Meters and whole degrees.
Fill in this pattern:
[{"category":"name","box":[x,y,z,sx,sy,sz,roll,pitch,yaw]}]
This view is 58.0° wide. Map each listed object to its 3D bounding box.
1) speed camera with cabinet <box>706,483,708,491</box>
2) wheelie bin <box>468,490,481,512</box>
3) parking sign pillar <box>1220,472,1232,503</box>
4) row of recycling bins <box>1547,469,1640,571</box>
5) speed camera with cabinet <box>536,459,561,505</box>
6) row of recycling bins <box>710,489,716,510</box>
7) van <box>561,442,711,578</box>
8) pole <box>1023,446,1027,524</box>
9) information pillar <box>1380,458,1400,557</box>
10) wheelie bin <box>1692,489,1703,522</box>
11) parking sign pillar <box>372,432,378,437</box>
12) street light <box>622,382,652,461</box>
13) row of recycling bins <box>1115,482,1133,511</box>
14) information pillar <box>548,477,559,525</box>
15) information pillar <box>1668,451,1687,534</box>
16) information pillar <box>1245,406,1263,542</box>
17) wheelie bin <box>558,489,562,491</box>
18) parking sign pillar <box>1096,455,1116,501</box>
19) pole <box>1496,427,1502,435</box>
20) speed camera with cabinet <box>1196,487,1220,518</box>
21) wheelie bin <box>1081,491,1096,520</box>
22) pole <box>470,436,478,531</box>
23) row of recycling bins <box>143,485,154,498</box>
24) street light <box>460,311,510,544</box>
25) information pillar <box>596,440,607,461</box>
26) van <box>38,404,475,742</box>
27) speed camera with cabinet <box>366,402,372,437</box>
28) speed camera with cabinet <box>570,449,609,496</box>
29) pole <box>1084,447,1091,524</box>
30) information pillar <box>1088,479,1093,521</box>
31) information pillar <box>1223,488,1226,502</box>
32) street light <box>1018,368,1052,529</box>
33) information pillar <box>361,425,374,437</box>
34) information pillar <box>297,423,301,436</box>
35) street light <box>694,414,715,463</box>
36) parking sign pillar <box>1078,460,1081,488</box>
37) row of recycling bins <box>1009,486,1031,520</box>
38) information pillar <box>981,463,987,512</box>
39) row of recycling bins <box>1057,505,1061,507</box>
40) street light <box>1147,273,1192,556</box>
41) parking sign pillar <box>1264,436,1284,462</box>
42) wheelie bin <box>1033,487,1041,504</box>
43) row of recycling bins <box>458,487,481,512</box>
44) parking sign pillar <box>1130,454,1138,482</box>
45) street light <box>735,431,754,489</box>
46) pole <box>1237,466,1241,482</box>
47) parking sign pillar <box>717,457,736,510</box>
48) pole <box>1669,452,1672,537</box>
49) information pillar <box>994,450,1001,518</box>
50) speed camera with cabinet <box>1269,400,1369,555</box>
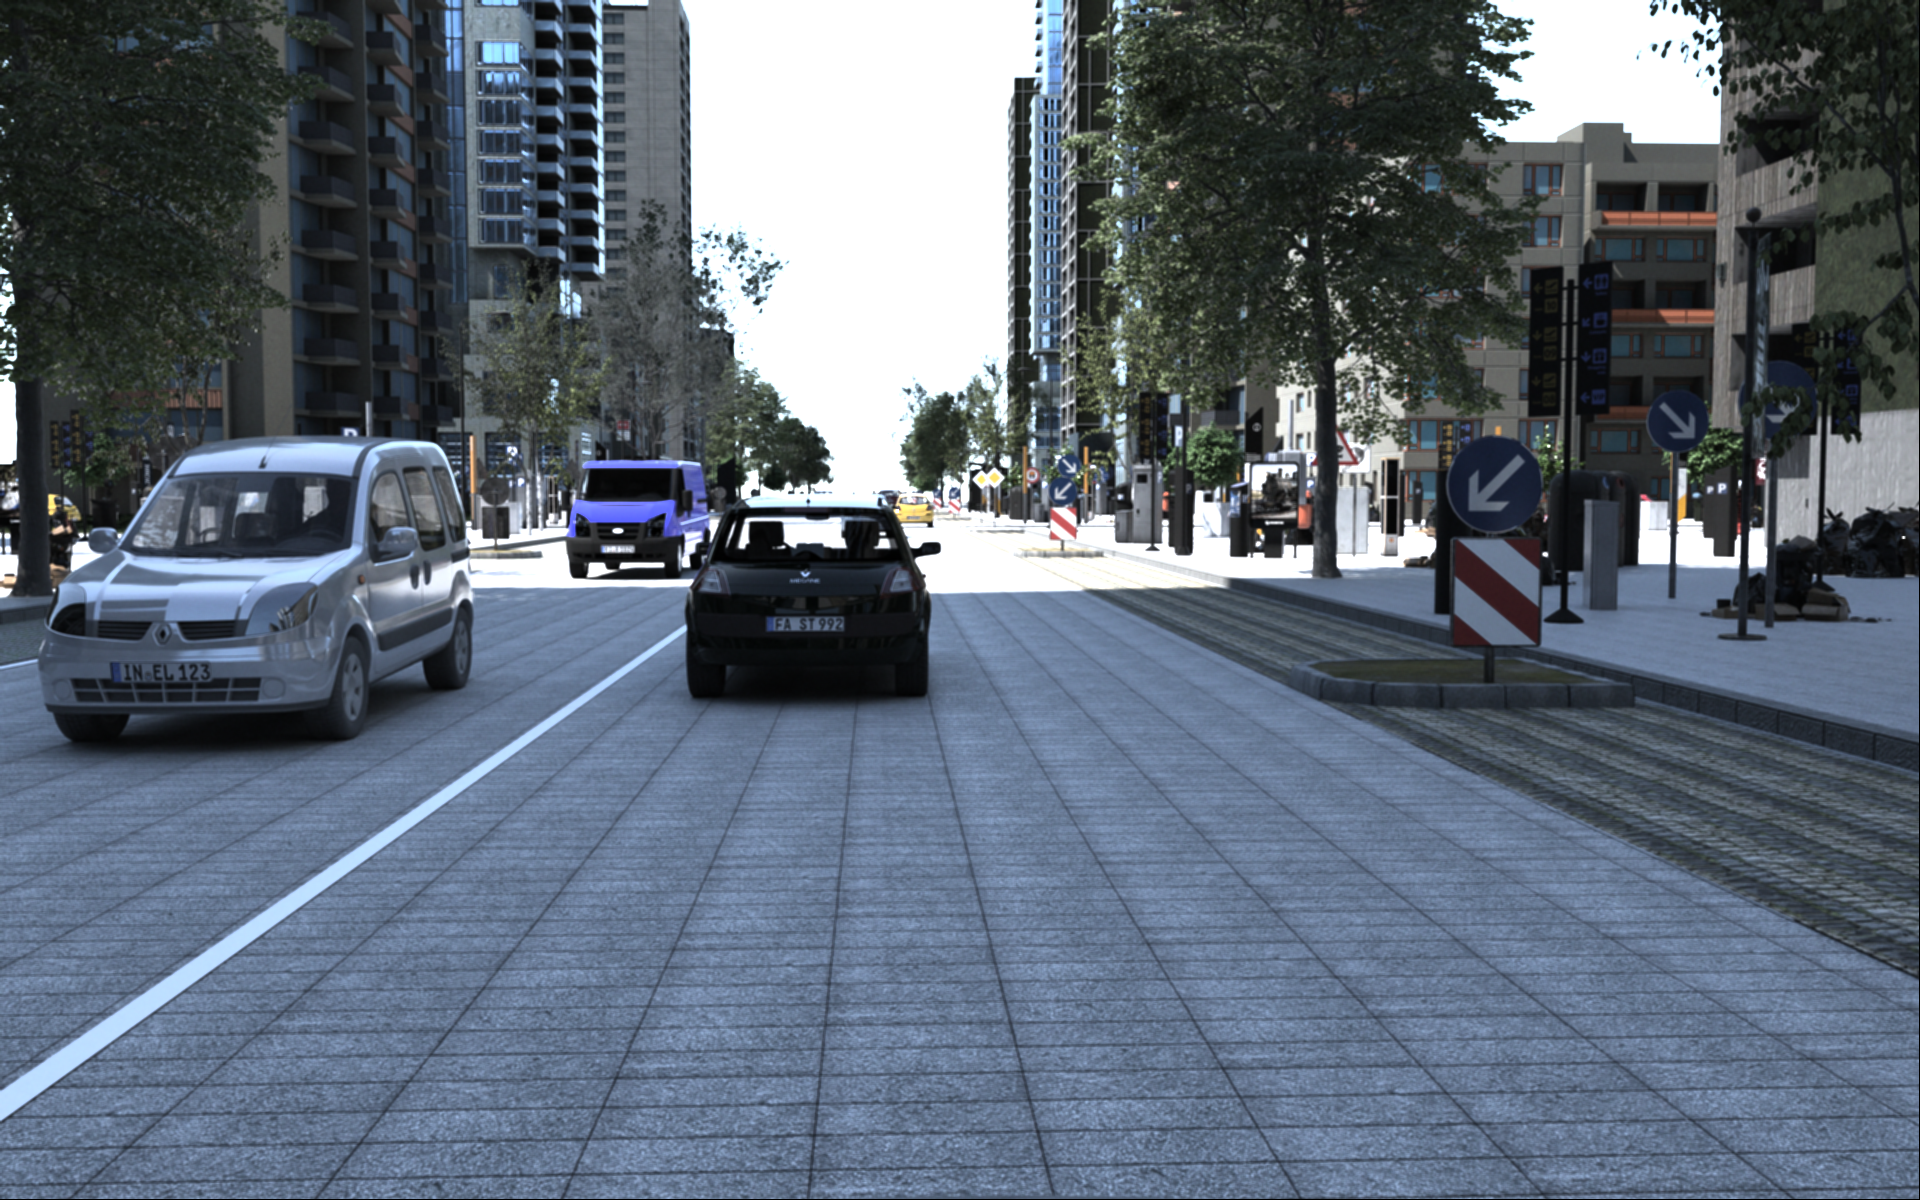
[{"category":"speed camera with cabinet","box":[-19.675,-8.309,130.194,0.660,3.252,2.038,2,4,24]},{"category":"wheelie bin","box":[-25.977,-5.190,92.770,0.693,1.594,0.980,-2,4,-32]},{"category":"parking sign pillar","box":[13.304,-6.002,86.612,1.447,3.967,1.447,0,4,-1]},{"category":"row of recycling bins","box":[11.054,-1.415,30.248,1.069,1.692,3.534,2,4,34]},{"category":"speed camera with cabinet","box":[-21.337,-5.874,90.383,2.038,3.252,0.660,1,4,10]},{"category":"row of recycling bins","box":[-20.232,-8.110,139.712,3.534,1.692,1.069,-1,4,-22]},{"category":"van","box":[-5.746,-1.642,31.232,2.240,2.365,5.245,0,4,-2]},{"category":"pole","box":[2.783,-4.898,73.930,0.158,3.312,0.155,0,3,0]},{"category":"information pillar","box":[8.825,-1.900,35.562,0.304,2.012,0.304,0,4,-4]},{"category":"wheelie bin","box":[34.068,-4.386,79.627,0.693,1.594,0.980,3,4,36]},{"category":"parking sign pillar","box":[-25.163,-5.343,75.831,1.447,3.967,1.447,1,4,18]},{"category":"street light","box":[-13.417,-6.069,71.767,1.470,5.913,1.316,0,4,-3]},{"category":"row of recycling bins","box":[5.971,-3.278,60.715,1.069,1.692,3.534,0,4,8]},{"category":"information pillar","box":[-17.112,-4.185,72.911,0.304,2.012,0.304,2,4,30]},{"category":"information pillar","box":[22.970,-3.916,55.380,0.504,3.616,0.183,0,4,3]},{"category":"information pillar","box":[7.891,-3.369,46.441,0.504,3.616,0.183,2,4,30]},{"category":"wheelie bin","box":[-23.408,-5.686,100.878,0.693,1.594,0.980,1,4,19]},{"category":"parking sign pillar","box":[9.788,-7.825,116.407,1.447,3.967,1.447,-2,4,-24]},{"category":"pole","box":[16.269,-3.582,52.409,0.158,3.312,0.155,0,3,0]},{"category":"speed camera with cabinet","box":[13.906,-6.152,94.918,2.038,3.252,0.660,-2,4,-30]},{"category":"wheelie bin","box":[6.450,-4.818,86.688,0.693,1.594,0.980,1,4,11]},{"category":"pole","box":[-17.021,-4.085,60.626,0.158,3.312,0.155,0,3,0]},{"category":"row of recycling bins","box":[-36.949,-4.595,82.238,3.534,1.692,1.069,0,4,-5]},{"category":"street light","box":[-12.118,-4.376,44.089,1.470,5.913,1.316,0,4,-3]},{"category":"information pillar","box":[-15.556,-5.122,75.098,0.504,3.616,0.183,1,4,9]},{"category":"van","box":[-4.415,-0.266,11.364,2.013,2.044,4.112,0,4,-3]},{"category":"speed camera with cabinet","box":[-12.846,-2.583,36.569,0.660,3.252,2.038,2,4,28]},{"category":"speed camera with cabinet","box":[-16.107,-5.008,76.216,2.038,3.252,0.660,-2,4,-28]},{"category":"pole","box":[5.431,-4.935,74.533,0.158,3.312,0.155,0,3,0]},{"category":"information pillar","box":[6.066,-4.696,81.264,0.304,2.012,0.304,0,4,7]},{"category":"information pillar","box":[12.889,-5.690,84.380,0.183,3.616,0.504,1,4,11]},{"category":"street light","box":[2.826,-5.590,63.930,1.470,5.913,1.316,0,4,-3]},{"category":"information pillar","box":[-20.263,-4.158,59.345,0.504,3.616,0.183,-3,5,-42]},{"category":"information pillar","box":[-21.825,-4.031,57.268,0.183,3.616,0.504,-2,4,-26]},{"category":"street light","box":[-14.813,-7.806,100.161,1.470,5.913,1.316,0,4,-3]},{"category":"parking sign pillar","box":[8.983,-8.986,135.389,1.447,3.967,1.447,2,4,29]},{"category":"row of recycling bins","box":[2.963,-4.828,86.056,1.069,1.692,3.534,0,4,-4]},{"category":"information pillar","box":[1.786,-8.238,126.048,0.504,3.616,0.183,-2,4,-32]},{"category":"row of recycling bins","box":[6.246,-6.194,108.392,3.534,1.692,1.069,0,4,7]},{"category":"street light","box":[4.103,-3.868,35.789,1.470,5.913,1.316,0,4,-3]},{"category":"parking sign pillar","box":[14.409,-5.576,79.632,1.447,3.967,1.447,2,4,33]},{"category":"wheelie bin","box":[3.800,-4.393,79.727,0.980,1.594,0.693,-1,4,-22]},{"category":"row of recycling bins","box":[-29.551,-5.958,104.523,3.534,1.692,1.069,-2,4,-28]},{"category":"parking sign pillar","box":[11.880,-7.812,116.195,1.447,3.967,1.447,-1,4,-17]},{"category":"street light","box":[-16.106,-9.528,128.322,1.470,5.913,1.316,0,4,-3]},{"category":"pole","box":[17.824,-7.151,110.755,0.158,3.312,0.155,0,3,0]},{"category":"parking sign pillar","box":[-16.652,-8.264,123.581,1.447,3.967,1.447,0,4,0]},{"category":"pole","box":[21.418,-3.554,51.943,0.158,3.312,0.155,0,3,0]},{"category":"information pillar","box":[1.998,-6.210,92.894,0.183,3.616,0.504,3,4,38]},{"category":"speed camera with cabinet","box":[7.620,-2.595,36.763,2.038,3.252,0.660,0,4,-6]}]
